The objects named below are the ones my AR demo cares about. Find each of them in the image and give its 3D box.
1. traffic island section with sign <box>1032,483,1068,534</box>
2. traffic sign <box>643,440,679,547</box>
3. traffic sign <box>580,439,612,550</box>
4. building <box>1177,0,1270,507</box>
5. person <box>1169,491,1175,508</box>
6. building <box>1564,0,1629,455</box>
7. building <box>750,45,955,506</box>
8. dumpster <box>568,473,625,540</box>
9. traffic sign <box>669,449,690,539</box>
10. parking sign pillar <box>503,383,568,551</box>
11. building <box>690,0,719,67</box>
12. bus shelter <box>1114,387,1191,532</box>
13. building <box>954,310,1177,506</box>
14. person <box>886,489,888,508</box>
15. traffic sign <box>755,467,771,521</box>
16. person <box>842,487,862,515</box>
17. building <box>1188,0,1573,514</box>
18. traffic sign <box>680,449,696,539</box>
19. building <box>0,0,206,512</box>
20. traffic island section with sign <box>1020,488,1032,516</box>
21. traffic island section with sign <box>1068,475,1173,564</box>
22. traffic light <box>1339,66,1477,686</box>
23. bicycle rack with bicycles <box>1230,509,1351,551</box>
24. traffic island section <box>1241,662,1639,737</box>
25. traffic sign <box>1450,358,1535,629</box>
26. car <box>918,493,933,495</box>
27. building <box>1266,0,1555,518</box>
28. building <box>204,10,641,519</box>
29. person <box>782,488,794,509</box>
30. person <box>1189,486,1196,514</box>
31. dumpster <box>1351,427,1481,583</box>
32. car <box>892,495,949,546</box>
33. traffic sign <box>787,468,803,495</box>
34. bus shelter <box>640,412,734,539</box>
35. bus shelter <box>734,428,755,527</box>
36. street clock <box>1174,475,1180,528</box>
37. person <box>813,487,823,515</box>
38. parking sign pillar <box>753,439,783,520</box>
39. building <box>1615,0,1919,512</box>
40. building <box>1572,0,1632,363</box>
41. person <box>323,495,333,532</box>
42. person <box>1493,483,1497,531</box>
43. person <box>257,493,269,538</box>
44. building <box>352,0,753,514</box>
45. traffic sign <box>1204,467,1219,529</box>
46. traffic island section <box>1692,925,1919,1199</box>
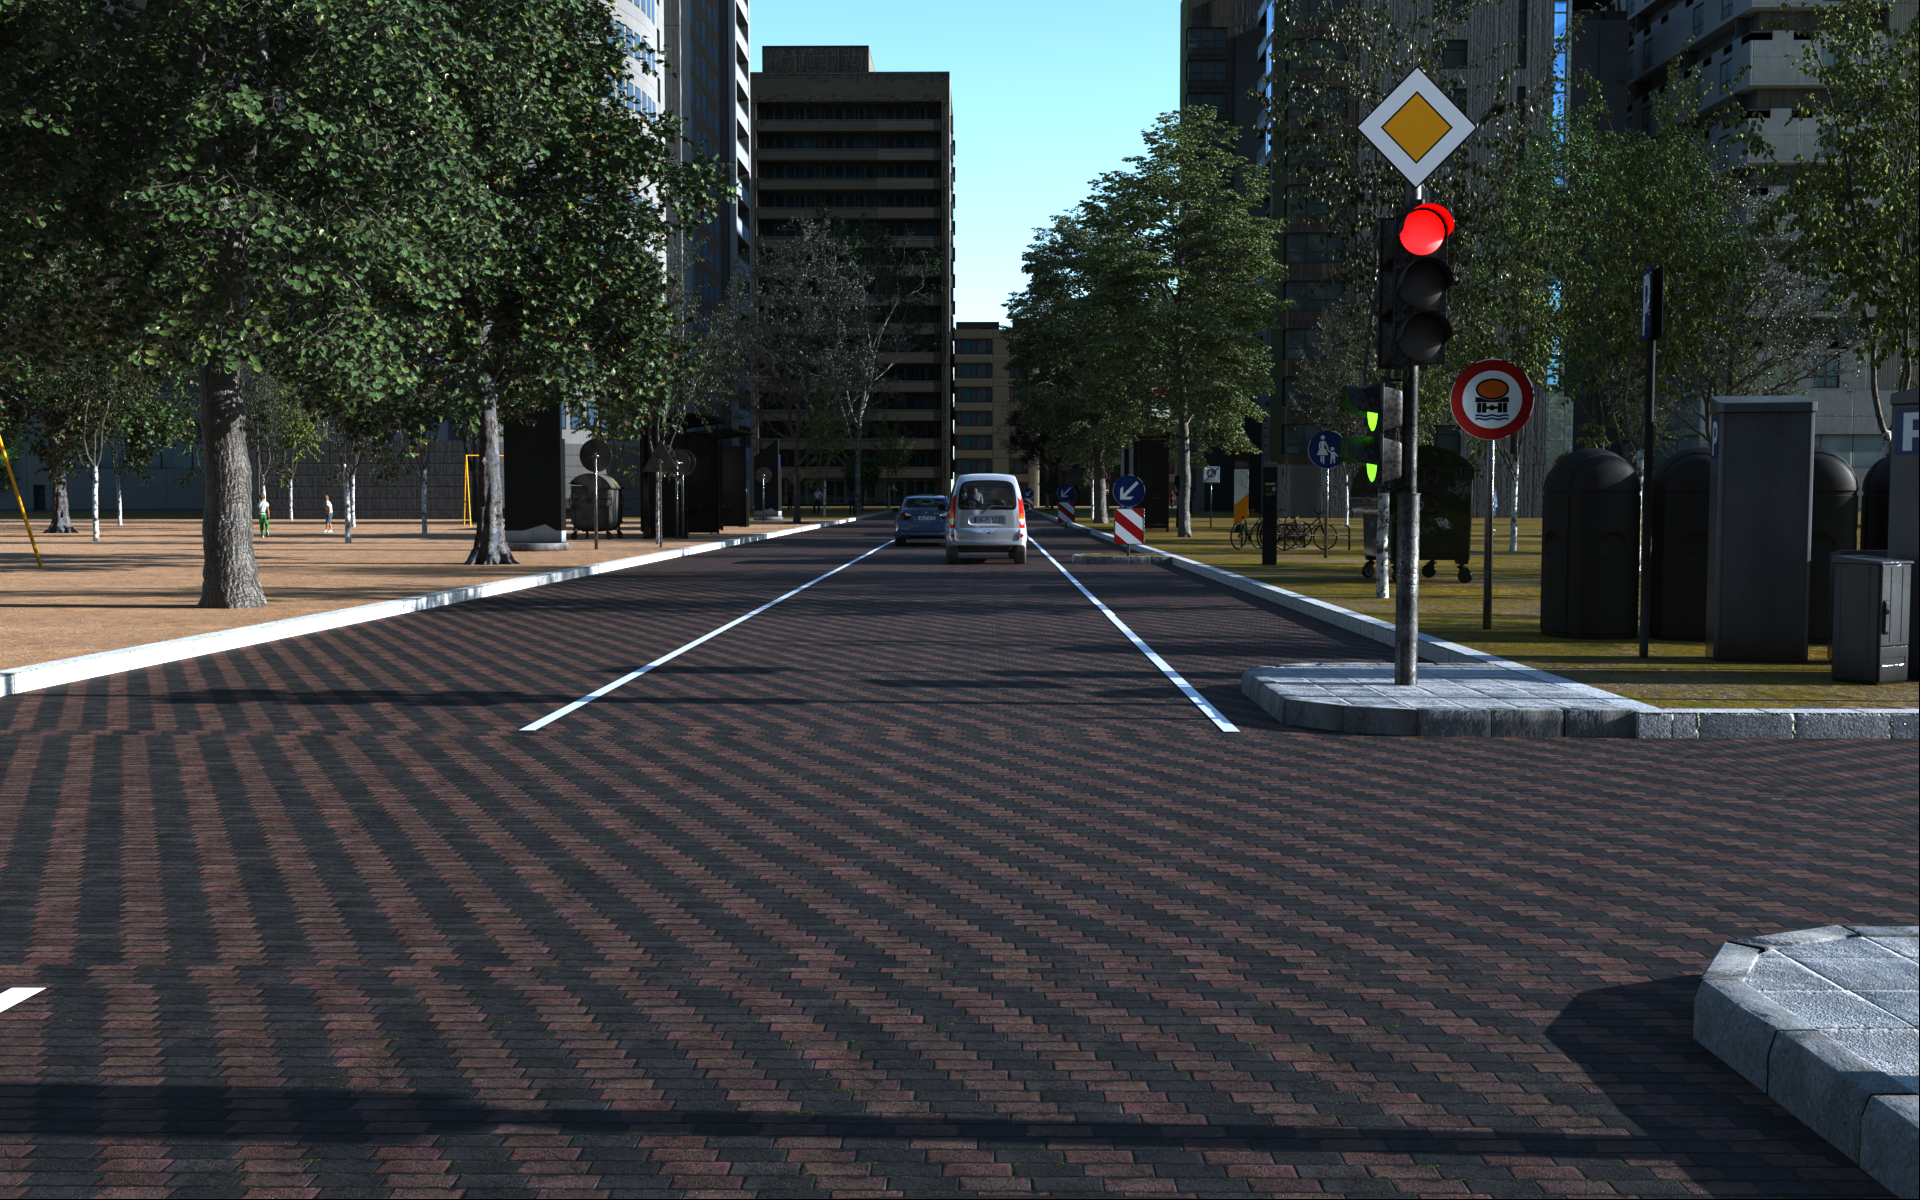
[{"bbox_3d":[3.729,-3.339,63.222,1.989,1.847,2.006,0,4,1],"label":"traffic island section with sign"},{"bbox_3d":[-7.193,-2.544,41.596,0.884,2.594,0.081,0,4,6],"label":"traffic sign"},{"bbox_3d":[-8.408,-2.438,39.967,0.768,2.556,0.104,0,4,6],"label":"traffic sign"},{"bbox_3d":[24.945,-28.126,143.451,14.154,41.232,14.086,0,4,1],"label":"building"},{"bbox_3d":[20.367,-9.645,166.909,0.721,1.743,1.217,-2,4,-32],"label":"person"},{"bbox_3d":[45.874,-28.173,144.229,14.086,41.232,14.154,0,4,1],"label":"building"},{"bbox_3d":[-11.435,-34.732,191.571,21.600,48.544,21.300,0,4,1],"label":"building"},{"bbox_3d":[-10.356,-2.666,49.340,1.264,1.857,1.865,0,4,1],"label":"dumpster"},{"bbox_3d":[-8.007,-2.989,48.976,0.768,2.556,0.104,0,4,4],"label":"traffic sign"},{"bbox_3d":[-9.654,-3.109,39.308,1.447,3.967,1.447,0,4,1],"label":"parking sign pillar"},{"bbox_3d":[-24.901,-28.889,122.453,14.600,45.320,14.200,0,4,1],"label":"building"},{"bbox_3d":[6.781,-5.197,62.599,2.179,5.291,8.768,0,4,1],"label":"bus shelter"},{"bbox_3d":[14.021,-21.429,195.399,28.899,21.520,27.650,0,4,1],"label":"building"},{"bbox_3d":[-6.852,-9.529,162.672,0.721,1.723,1.217,-1,4,-10],"label":"person"},{"bbox_3d":[-9.297,-5.002,81.887,0.768,2.556,0.104,0,4,5],"label":"traffic sign"},{"bbox_3d":[-6.676,-6.142,107.155,1.217,1.739,0.721,0,4,-3],"label":"person"},{"bbox_3d":[29.042,-49.348,119.510,22.319,86.520,31.000,0,4,1],"label":"building"},{"bbox_3d":[-7.875,-3.000,49.164,0.768,2.556,0.104,0,4,5],"label":"traffic sign"},{"bbox_3d":[-59.325,-33.554,137.853,27.495,52.752,28.713,0,4,1],"label":"building"},{"bbox_3d":[4.409,-6.464,114.306,1.989,1.847,2.006,0,4,1],"label":"traffic island section with sign"},{"bbox_3d":[3.366,-1.691,36.270,1.989,1.847,2.006,0,4,1],"label":"traffic island section with sign"},{"bbox_3d":[2.987,-1.385,11.560,0.839,4.253,0.868,0,4,1],"label":"traffic light"},{"bbox_3d":[7.557,-1.637,40.143,2.925,0.926,2.852,-1,4,-22],"label":"bicycle rack with bicycles"},{"bbox_3d":[3.027,0.649,11.673,2.009,0.180,2.903,0,4,1],"label":"traffic island section"},{"bbox_3d":[5.010,-0.995,16.382,0.768,2.556,0.104,1,4,9],"label":"traffic sign"},{"bbox_3d":[-2.942,-8.420,146.459,1.959,1.807,4.718,0,4,0],"label":"car"},{"bbox_3d":[24.442,-19.983,98.419,14.160,30.474,14.107,0,4,1],"label":"building"},{"bbox_3d":[-28.441,-34.150,100.353,21.231,58.520,28.212,0,4,1],"label":"building"},{"bbox_3d":[-14.728,-8.795,149.784,1.348,1.831,0.705,1,4,9],"label":"person"},{"bbox_3d":[15.227,-6.607,114.149,0.705,1.814,1.350,2,4,26],"label":"person"},{"bbox_3d":[6.733,-1.415,25.632,1.502,2.255,1.985,0,4,1],"label":"dumpster"},{"bbox_3d":[-0.944,-2.272,49.153,2.014,1.417,4.499,0,4,0],"label":"car"},{"bbox_3d":[-7.928,-5.085,83.243,0.768,2.556,0.104,1,4,9],"label":"traffic sign"},{"bbox_3d":[-8.281,-3.750,52.596,1.731,3.624,6.357,0,4,1],"label":"bus shelter"},{"bbox_3d":[-8.827,-4.452,64.078,1.731,3.624,6.357,0,4,1],"label":"bus shelter"},{"bbox_3d":[8.416,-3.785,66.454,0.358,2.002,0.471,-1,4,-16],"label":"street clock"},{"bbox_3d":[-8.973,-6.225,108.754,0.756,1.711,0.436,3,5,40],"label":"person"},{"bbox_3d":[-9.403,-5.889,84.751,1.447,3.967,1.447,1,4,19],"label":"parking sign pillar"},{"bbox_3d":[66.554,-33.410,135.494,27.495,52.752,28.713,0,4,1],"label":"building"},{"bbox_3d":[69.010,-45.912,188.911,20.611,71.187,20.563,0,4,1],"label":"building"},{"bbox_3d":[-21.129,-2.884,57.888,0.352,1.250,0.332,1,4,19],"label":"person"},{"bbox_3d":[18.474,-3.302,60.288,0.793,1.790,0.793,0,4,-7],"label":"person"},{"bbox_3d":[-20.396,-2.474,50.735,0.306,1.304,0.590,-2,4,-33],"label":"person"},{"bbox_3d":[-31.444,-36.548,139.557,28.212,58.520,21.231,0,4,1],"label":"building"},{"bbox_3d":[9.319,-3.801,64.278,0.606,2.300,0.079,0,4,3],"label":"traffic sign"},{"bbox_3d":[2.919,1.137,3.689,2.009,0.180,2.903,0,4,1],"label":"traffic island section"}]
